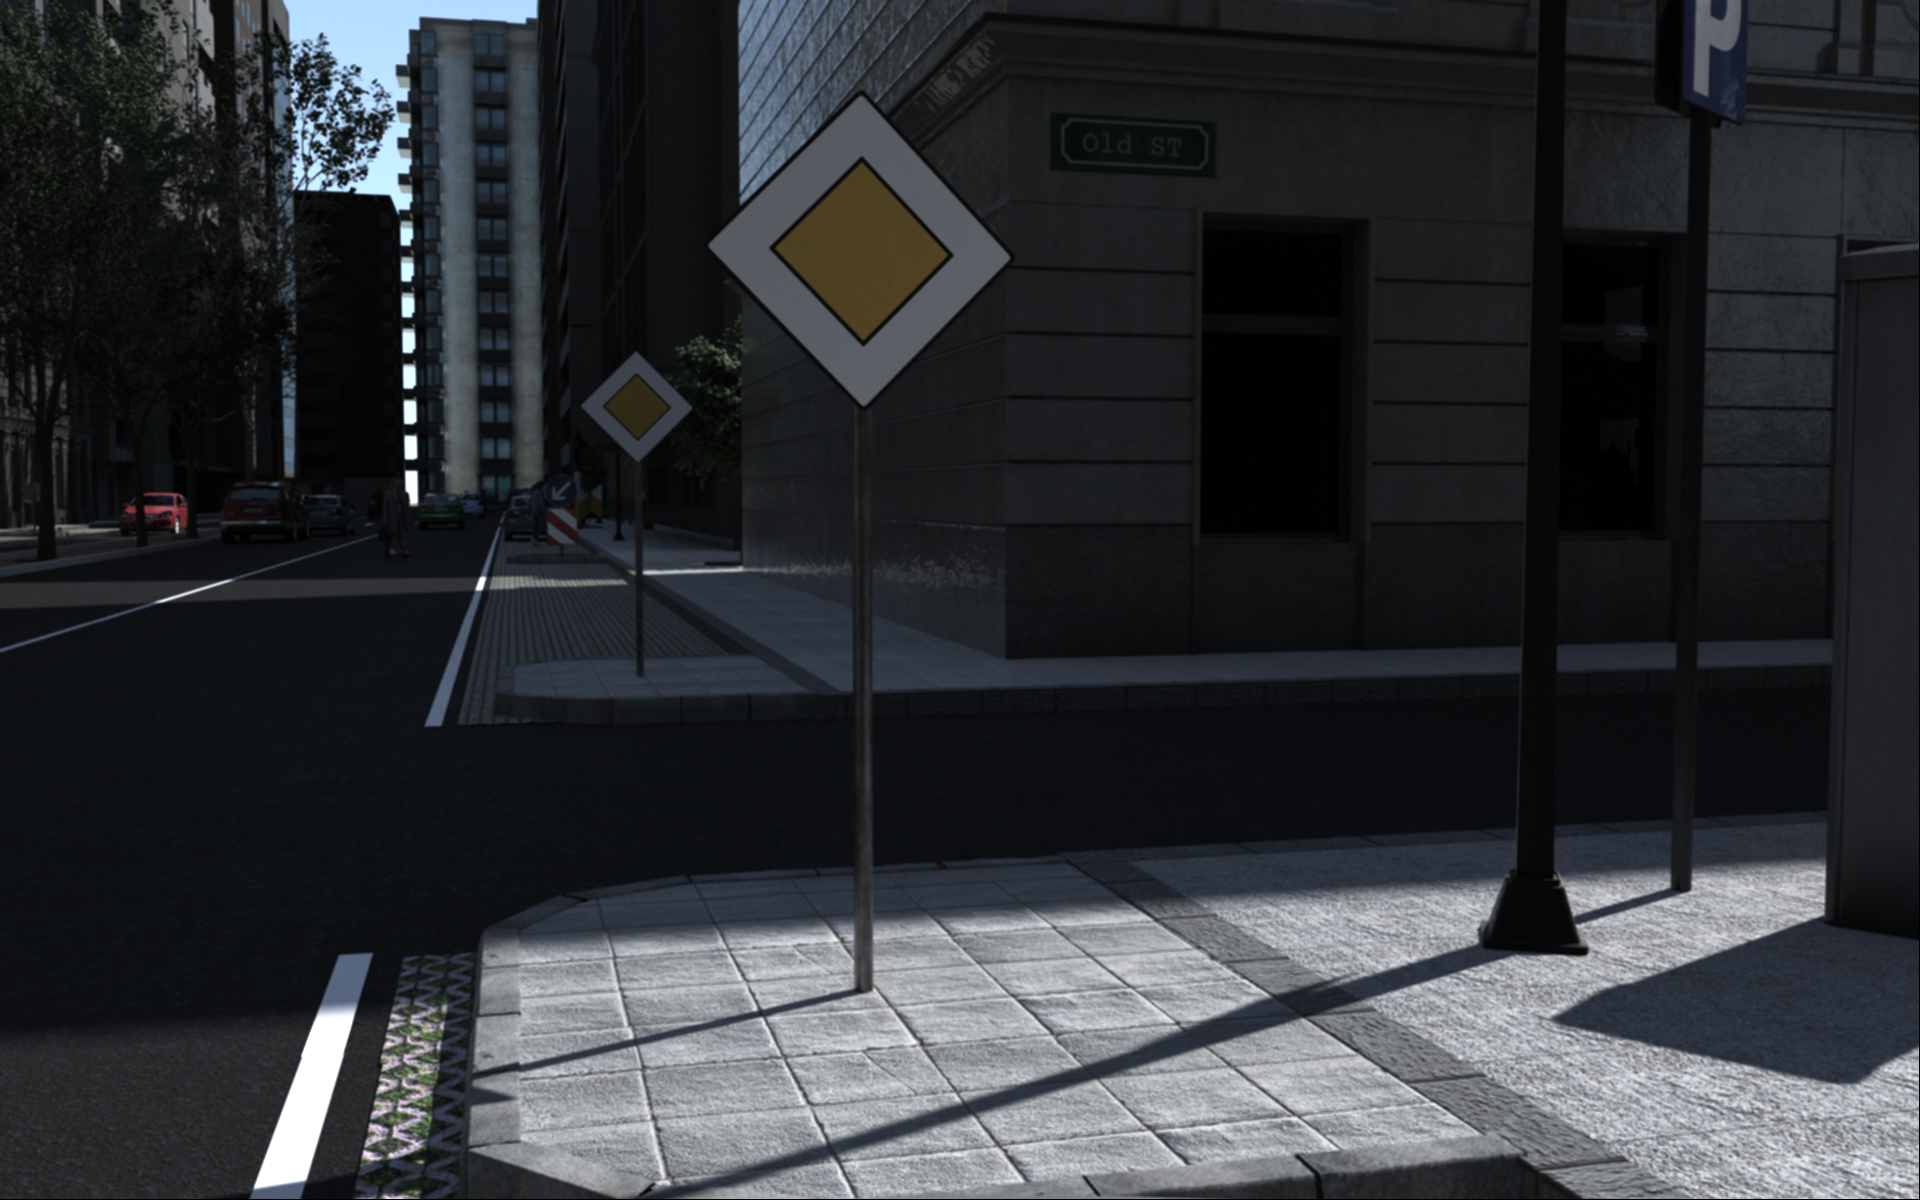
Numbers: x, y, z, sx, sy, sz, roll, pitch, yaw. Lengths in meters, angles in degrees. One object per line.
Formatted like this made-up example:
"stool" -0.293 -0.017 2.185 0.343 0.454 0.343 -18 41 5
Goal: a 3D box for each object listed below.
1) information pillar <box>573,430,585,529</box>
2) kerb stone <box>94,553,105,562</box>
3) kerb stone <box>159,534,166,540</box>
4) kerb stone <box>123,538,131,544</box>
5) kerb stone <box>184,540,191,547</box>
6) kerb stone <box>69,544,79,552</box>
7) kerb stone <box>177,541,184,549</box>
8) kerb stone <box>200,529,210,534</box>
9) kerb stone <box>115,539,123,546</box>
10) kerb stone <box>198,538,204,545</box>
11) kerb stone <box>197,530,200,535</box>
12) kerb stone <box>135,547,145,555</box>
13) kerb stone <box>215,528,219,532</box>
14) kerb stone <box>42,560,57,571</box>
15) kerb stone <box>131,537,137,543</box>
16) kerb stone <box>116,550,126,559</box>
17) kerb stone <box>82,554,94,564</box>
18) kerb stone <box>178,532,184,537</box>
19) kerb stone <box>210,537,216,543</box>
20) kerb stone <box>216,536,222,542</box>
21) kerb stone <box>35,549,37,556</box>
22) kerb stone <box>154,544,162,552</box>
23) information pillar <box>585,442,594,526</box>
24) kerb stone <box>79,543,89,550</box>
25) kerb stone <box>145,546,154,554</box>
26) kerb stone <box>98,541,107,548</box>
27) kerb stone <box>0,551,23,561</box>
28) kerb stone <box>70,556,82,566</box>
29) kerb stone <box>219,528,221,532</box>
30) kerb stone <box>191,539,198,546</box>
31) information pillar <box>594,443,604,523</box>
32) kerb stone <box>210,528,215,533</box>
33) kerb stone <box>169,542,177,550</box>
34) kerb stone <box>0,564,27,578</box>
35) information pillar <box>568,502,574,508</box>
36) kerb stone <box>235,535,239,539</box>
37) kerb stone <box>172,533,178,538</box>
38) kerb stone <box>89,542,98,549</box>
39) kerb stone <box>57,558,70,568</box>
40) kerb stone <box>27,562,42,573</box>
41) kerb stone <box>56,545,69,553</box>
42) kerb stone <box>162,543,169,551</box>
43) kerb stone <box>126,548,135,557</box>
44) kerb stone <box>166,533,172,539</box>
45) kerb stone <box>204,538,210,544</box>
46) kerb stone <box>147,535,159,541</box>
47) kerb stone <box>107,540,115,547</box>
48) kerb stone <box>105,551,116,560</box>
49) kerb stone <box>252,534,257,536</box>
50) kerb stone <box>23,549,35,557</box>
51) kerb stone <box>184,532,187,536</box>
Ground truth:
"information pillar" -14.004 -4.405 63.373 0.183 3.616 0.504 -2 4 -31
"kerb stone" -18.333 -0.883 36.677 0.120 0.150 1.000 -1 4 -14
"kerb stone" -25.002 -1.943 53.990 0.120 0.150 1.000 -1 4 -14
"kerb stone" -23.712 -1.642 49.042 0.120 0.150 1.000 -1 4 -14
"kerb stone" -20.910 -1.490 46.616 0.120 0.150 1.000 -1 4 -14
"kerb stone" -22.173 -1.276 43.095 0.120 0.150 1.000 -1 4 -14
"kerb stone" -20.665 -1.432 45.623 0.120 0.150 1.000 -1 4 -14
"kerb stone" -27.068 -2.425 61.945 0.120 0.150 1.000 -1 4 -14
"kerb stone" -23.456 -1.581 48.052 0.120 0.150 1.000 -1 4 -14
"kerb stone" -21.431 -1.615 48.593 0.120 0.150 1.000 -1 4 -14
"kerb stone" -26.548 -2.310 59.963 0.120 0.150 1.000 -1 4 -14
"kerb stone" -19.366 -1.128 40.645 0.120 0.150 1.000 -1 4 -14
"kerb stone" -27.578 -2.552 63.927 0.120 0.150 1.000 -1 4 -14
"kerb stone" -17.305 -0.643 32.709 0.120 0.150 1.000 -1 4 -14
"kerb stone" -23.974 -1.702 50.031 0.120 0.150 1.000 -1 4 -14
"kerb stone" -18.851 -1.004 38.662 0.120 0.150 1.000 -1 4 -14
"kerb stone" -18.077 -0.825 35.677 0.120 0.150 1.000 -1 4 -14
"kerb stone" -25.776 -2.125 56.978 0.120 0.150 1.000 -1 4 -14
"kerb stone" -21.940 -1.736 50.576 0.120 0.150 1.000 -1 4 -14
"kerb stone" -22.197 -1.791 51.566 0.120 0.150 1.000 -1 4 -14
"kerb stone" -21.397 -1.096 40.120 0.120 0.150 1.000 -1 4 -14
"kerb stone" -19.882 -1.250 42.631 0.120 0.150 1.000 -1 4 -14
"information pillar" -15.191 -4.814 70.070 0.504 3.616 0.183 -3 5 -40
"kerb stone" -22.431 -1.339 44.085 0.120 0.150 1.000 -1 4 -14
"kerb stone" -19.617 -1.189 41.644 0.120 0.150 1.000 -1 4 -14
"kerb stone" -22.943 -1.453 46.073 0.120 0.150 1.000 -1 4 -14
"kerb stone" -20.890 -0.972 38.138 0.120 0.150 1.000 -1 4 -14
"kerb stone" -17.829 -0.764 34.685 0.120 0.150 1.000 -1 4 -14
"kerb stone" -27.830 -2.614 64.929 0.120 0.150 1.000 -1 4 -14
"kerb stone" -21.168 -1.552 47.605 0.120 0.150 1.000 -1 4 -14
"information pillar" -15.883 -5.163 75.768 0.504 3.616 0.183 0 4 3
"kerb stone" -27.318 -2.492 62.936 0.120 0.150 1.000 -1 4 -14
"kerb stone" -20.406 -1.371 44.618 0.120 0.150 1.000 -1 4 -14
"kerb stone" -16.796 -0.522 30.725 0.120 0.150 1.000 -1 4 -14
"information pillar" -15.890 -4.074 71.102 0.304 2.012 0.304 -2 4 -29
"kerb stone" -23.492 -2.100 56.532 0.120 0.150 1.000 -1 4 -14
"kerb stone" -25.518 -2.067 55.989 0.120 0.150 1.000 -1 4 -14
"kerb stone" -22.688 -1.391 45.075 0.120 0.150 1.000 -1 4 -14
"kerb stone" -17.565 -0.704 33.698 0.120 0.150 1.000 -1 4 -14
"kerb stone" -17.053 -0.582 31.718 0.120 0.150 1.000 -1 4 -14
"kerb stone" -21.915 -1.217 42.098 0.120 0.150 1.000 -1 4 -14
"kerb stone" -20.147 -1.311 43.629 0.120 0.150 1.000 -1 4 -14
"kerb stone" -19.115 -1.068 39.654 0.120 0.150 1.000 -1 4 -14
"kerb stone" -25.259 -2.006 54.993 0.120 0.150 1.000 -1 4 -14
"kerb stone" -21.690 -1.675 49.583 0.120 0.150 1.000 -1 4 -14
"kerb stone" -24.741 -1.883 53.001 0.120 0.150 1.000 -1 4 -14
"kerb stone" -23.201 -1.521 47.062 0.120 0.150 1.000 -1 4 -14
"kerb stone" -18.590 -0.944 37.667 0.120 0.150 1.000 -1 4 -14
"kerb stone" -24.267 -2.278 59.500 0.120 0.150 1.000 -1 4 -14
"kerb stone" -21.147 -1.036 39.128 0.120 0.150 1.000 -1 4 -14
"kerb stone" -26.042 -2.188 57.973 0.120 0.150 1.000 -1 4 -14
